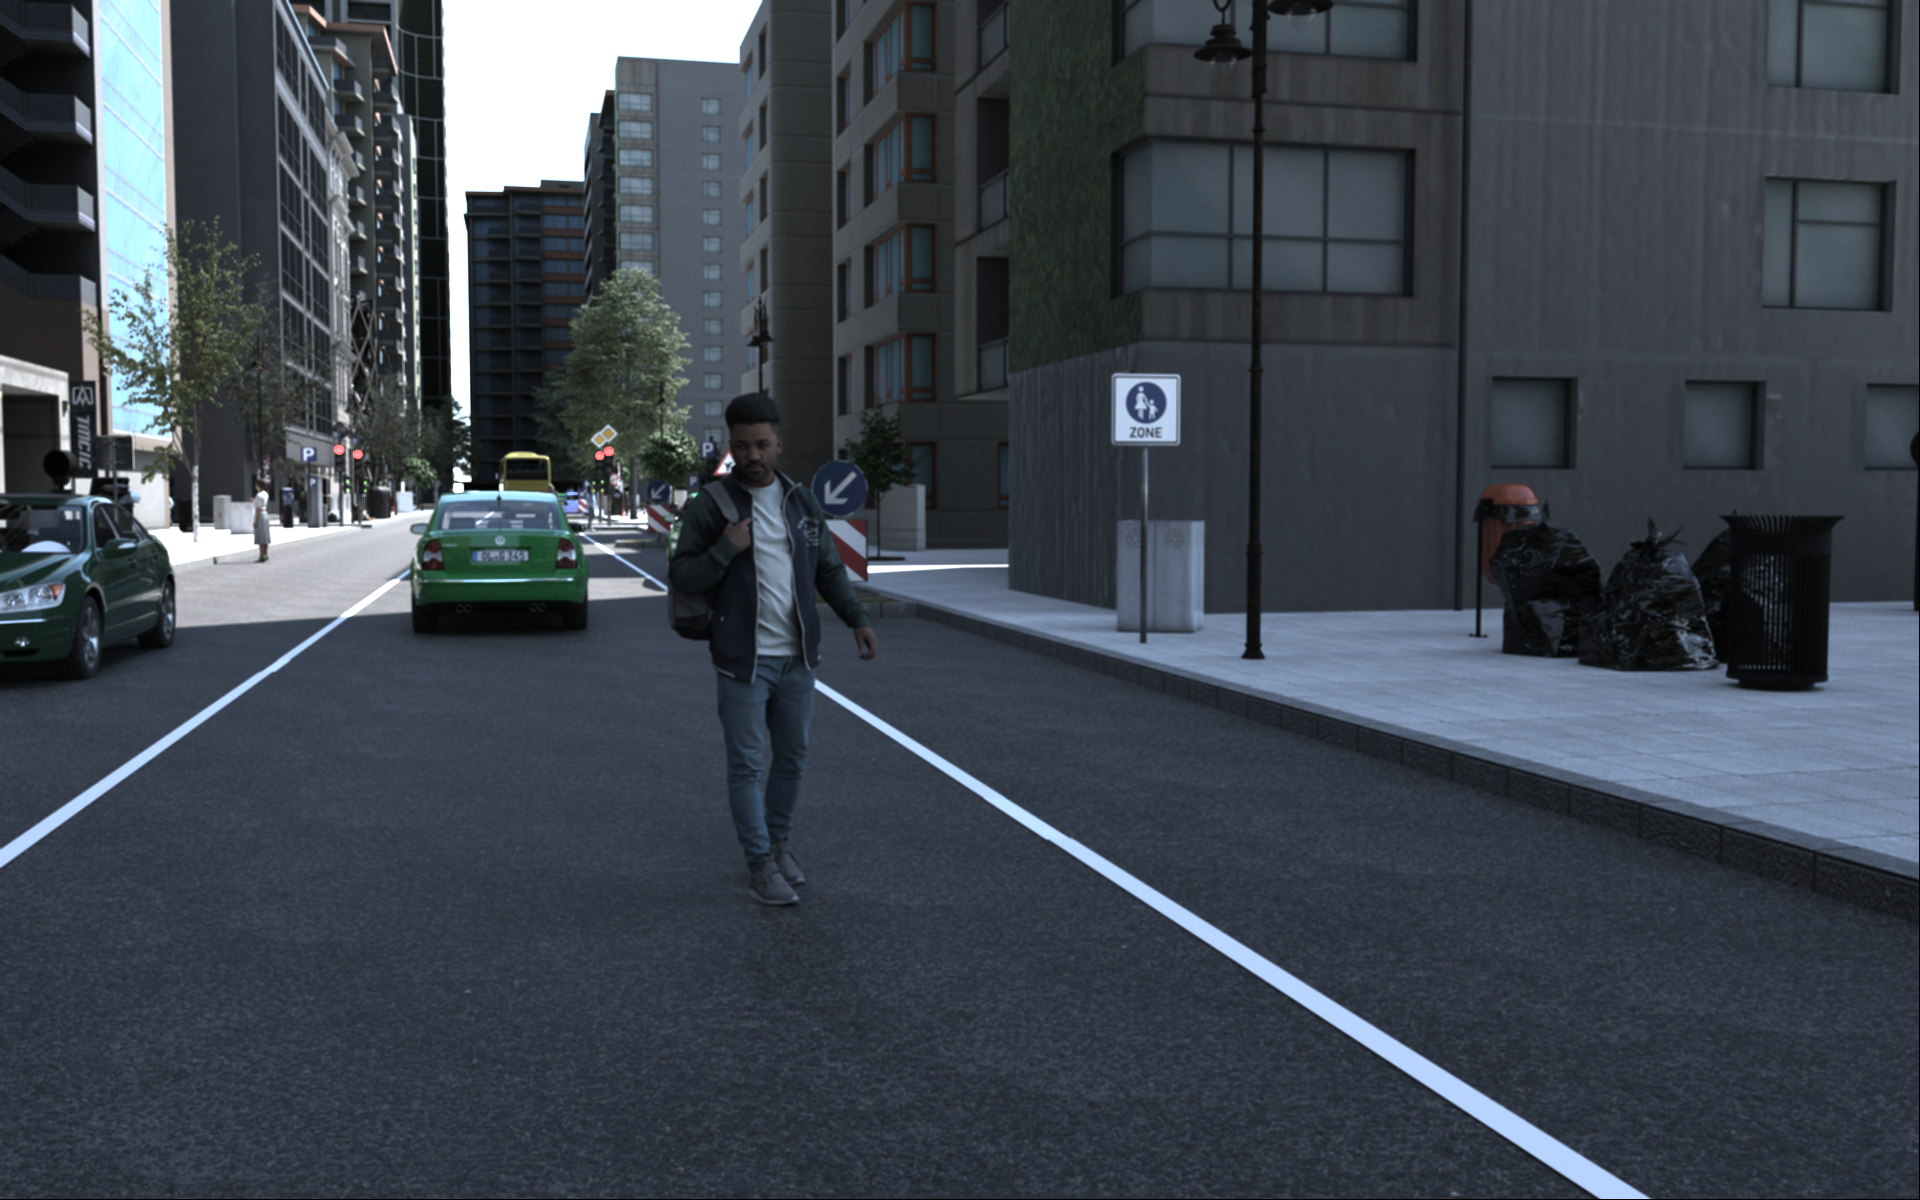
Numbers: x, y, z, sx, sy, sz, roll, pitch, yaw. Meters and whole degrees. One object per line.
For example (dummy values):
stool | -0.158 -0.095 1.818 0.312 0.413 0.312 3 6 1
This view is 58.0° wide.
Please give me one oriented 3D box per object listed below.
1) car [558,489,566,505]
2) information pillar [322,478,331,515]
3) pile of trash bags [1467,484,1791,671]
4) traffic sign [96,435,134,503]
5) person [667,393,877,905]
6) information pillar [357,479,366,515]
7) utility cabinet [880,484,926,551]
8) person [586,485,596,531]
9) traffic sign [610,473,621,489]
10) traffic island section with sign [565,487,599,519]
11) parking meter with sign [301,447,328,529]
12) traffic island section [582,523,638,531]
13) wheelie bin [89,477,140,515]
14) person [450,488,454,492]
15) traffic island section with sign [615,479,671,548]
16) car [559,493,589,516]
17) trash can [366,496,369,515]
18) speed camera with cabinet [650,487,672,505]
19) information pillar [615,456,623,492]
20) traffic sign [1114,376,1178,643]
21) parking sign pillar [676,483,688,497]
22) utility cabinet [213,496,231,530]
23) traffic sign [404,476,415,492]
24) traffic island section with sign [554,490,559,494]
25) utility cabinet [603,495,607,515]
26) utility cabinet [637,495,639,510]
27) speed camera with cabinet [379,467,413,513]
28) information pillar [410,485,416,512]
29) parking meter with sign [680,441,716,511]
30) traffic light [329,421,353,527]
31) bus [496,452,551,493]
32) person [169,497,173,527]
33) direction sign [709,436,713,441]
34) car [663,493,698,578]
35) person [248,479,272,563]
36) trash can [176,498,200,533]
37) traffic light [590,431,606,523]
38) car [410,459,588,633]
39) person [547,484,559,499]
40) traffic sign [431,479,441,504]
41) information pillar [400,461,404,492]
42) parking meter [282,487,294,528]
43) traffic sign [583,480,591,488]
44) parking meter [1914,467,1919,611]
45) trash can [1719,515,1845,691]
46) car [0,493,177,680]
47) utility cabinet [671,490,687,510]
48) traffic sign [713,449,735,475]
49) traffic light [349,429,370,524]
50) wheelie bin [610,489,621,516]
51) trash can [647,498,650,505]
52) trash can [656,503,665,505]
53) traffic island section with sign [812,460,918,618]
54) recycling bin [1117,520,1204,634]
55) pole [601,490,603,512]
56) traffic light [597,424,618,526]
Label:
car | -31.564 -7.851 137.165 1.959 1.807 4.718 -1 4 -14
information pillar | -28.797 -4.538 78.686 0.304 2.012 0.304 0 4 6
pile of trash bags | 5.221 -0.275 14.241 1.912 1.369 3.447 -1 4 -13
traffic sign | -14.727 -1.718 30.213 0.606 2.300 0.079 0 4 -8
person | -0.703 0.166 6.140 0.623 1.781 0.721 -3 5 -43
information pillar | -29.773 -4.996 86.184 0.304 2.012 0.304 0 4 5
utility cabinet | -1.287 -1.864 39.160 1.173 1.500 0.318 3 5 44
person | -14.317 -3.567 67.091 0.793 1.790 0.793 -2 4 -32
traffic sign | -20.910 -6.415 104.994 0.768 2.556 0.104 0 4 -7
traffic island section with sign | -22.108 -5.654 101.073 1.989 1.847 2.006 -1 4 -14
parking meter with sign | -24.140 -4.196 64.865 0.543 3.016 1.738 0 4 -6
traffic island section | -14.017 -2.879 69.357 2.009 0.180 2.903 -1 4 -14
wheelie bin | -15.914 -1.508 32.571 0.980 1.594 0.693 -3 5 -43
person | -28.858 -5.470 98.281 0.374 1.781 0.599 2 4 35
traffic island section with sign | -8.354 -2.350 47.057 1.989 1.847 2.006 -1 4 -14
car | -23.503 -5.891 105.905 1.945 1.707 3.694 -1 4 -15
trash can | -37.249 -5.927 108.555 0.748 1.137 0.748 0 3 0
speed camera with cabinet | -21.868 -8.092 126.643 0.660 3.252 2.038 -3 5 -44
information pillar | -21.186 -7.105 107.518 0.504 3.616 0.183 2 4 24
traffic sign | 1.577 -0.778 14.842 0.606 2.300 0.079 -1 4 -12
parking sign pillar | -19.550 -8.171 122.066 1.447 3.967 1.447 1 4 23
utility cabinet | -26.389 -3.106 61.944 0.306 1.237 1.020 -3 5 -42
traffic sign | -39.161 -7.532 123.259 0.768 2.556 0.104 0 4 -6
traffic island section with sign | -28.833 -7.272 127.519 1.989 1.847 2.006 -1 4 -14
utility cabinet | -20.843 -5.668 103.838 1.020 1.237 0.306 0 4 7
utility cabinet | -25.703 -7.681 136.747 0.306 1.237 1.020 -3 5 -41
speed camera with cabinet | -37.515 -7.392 115.194 2.038 3.252 0.660 -2 4 -32
information pillar | -40.260 -7.523 127.494 0.304 2.012 0.304 2 4 34
parking meter with sign | -8.589 -3.693 56.635 0.543 3.016 1.738 1 4 18
traffic light | -23.854 -4.759 66.730 0.839 4.253 0.868 -1 4 -14
bus | -25.451 -6.691 100.951 2.896 3.916 12.252 -1 4 -16
person | -31.036 -3.509 67.686 0.589 1.601 0.330 1 4 18
direction sign | -9.761 -4.653 68.068 0.379 3.537 0.876 -1 4 -15
car | -3.813 -1.191 28.268 1.959 1.807 4.718 -1 4 -13
person | -14.738 -1.668 36.338 0.524 1.755 0.480 0 4 1
trash can | -25.659 -2.810 57.603 0.748 1.137 0.748 0 3 0
traffic light | -16.030 -5.385 76.971 0.839 4.253 0.868 -1 4 -14
car | -5.164 -0.650 19.419 1.959 1.807 4.718 -1 4 -15
person | -14.598 -3.254 61.882 0.537 1.800 0.526 0 4 6
traffic sign | -44.675 -9.025 147.670 0.768 2.556 0.104 -1 4 -13
information pillar | -38.292 -7.803 118.941 0.183 3.616 0.504 0 4 0
parking meter | -25.519 -3.508 65.760 0.372 1.533 0.369 0 3 0
traffic sign | -31.815 -9.049 148.061 0.768 2.556 0.104 -1 4 -10
parking meter | 10.645 -0.808 18.918 0.399 1.863 0.255 -3 5 -40
trash can | 5.414 0.012 11.452 0.748 1.137 0.748 0 3 0
car | -7.962 -0.175 14.656 2.131 1.459 4.920 -1 4 -13
utility cabinet | -16.520 -5.706 101.978 1.173 1.500 0.318 3 5 44
traffic sign | -6.600 -3.027 49.495 0.884 2.594 0.081 -1 4 -10
traffic light | -25.825 -5.232 74.469 0.839 4.253 0.868 -1 4 -14
wheelie bin | -20.262 -5.755 102.001 0.693 1.594 0.980 -3 5 -41
trash can | -25.739 -8.111 144.260 0.748 1.137 0.748 0 3 0
trash can | -20.987 -6.708 121.321 0.748 1.137 0.748 0 3 0
traffic island section with sign | -1.687 -0.753 20.936 1.989 1.847 2.006 -1 4 -14
recycling bin | 1.896 -0.231 16.327 0.722 1.027 0.722 1 4 16
pole | -26.064 -8.090 126.116 0.158 3.312 0.155 0 3 0
traffic light | -14.058 -4.912 69.233 0.839 4.253 0.868 -1 4 -14
